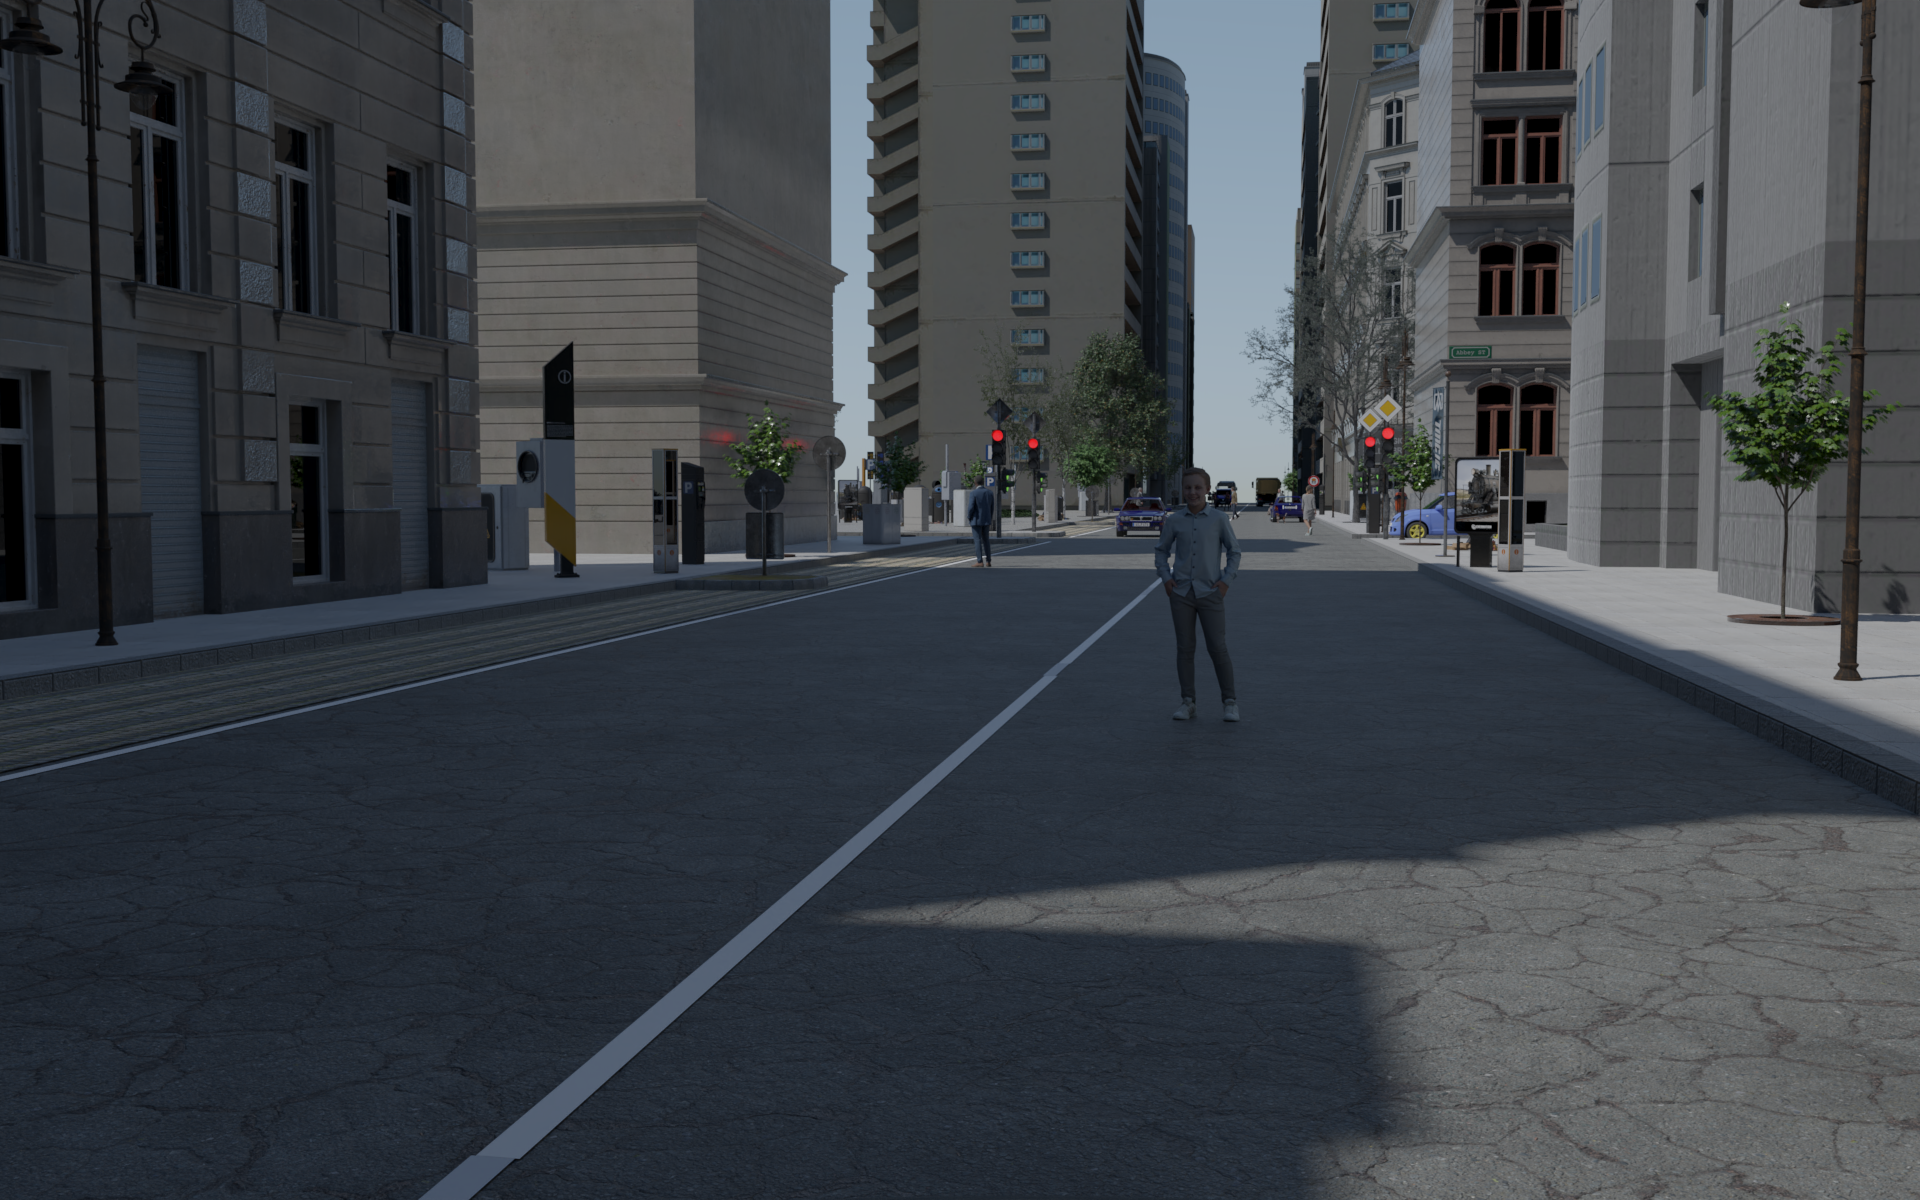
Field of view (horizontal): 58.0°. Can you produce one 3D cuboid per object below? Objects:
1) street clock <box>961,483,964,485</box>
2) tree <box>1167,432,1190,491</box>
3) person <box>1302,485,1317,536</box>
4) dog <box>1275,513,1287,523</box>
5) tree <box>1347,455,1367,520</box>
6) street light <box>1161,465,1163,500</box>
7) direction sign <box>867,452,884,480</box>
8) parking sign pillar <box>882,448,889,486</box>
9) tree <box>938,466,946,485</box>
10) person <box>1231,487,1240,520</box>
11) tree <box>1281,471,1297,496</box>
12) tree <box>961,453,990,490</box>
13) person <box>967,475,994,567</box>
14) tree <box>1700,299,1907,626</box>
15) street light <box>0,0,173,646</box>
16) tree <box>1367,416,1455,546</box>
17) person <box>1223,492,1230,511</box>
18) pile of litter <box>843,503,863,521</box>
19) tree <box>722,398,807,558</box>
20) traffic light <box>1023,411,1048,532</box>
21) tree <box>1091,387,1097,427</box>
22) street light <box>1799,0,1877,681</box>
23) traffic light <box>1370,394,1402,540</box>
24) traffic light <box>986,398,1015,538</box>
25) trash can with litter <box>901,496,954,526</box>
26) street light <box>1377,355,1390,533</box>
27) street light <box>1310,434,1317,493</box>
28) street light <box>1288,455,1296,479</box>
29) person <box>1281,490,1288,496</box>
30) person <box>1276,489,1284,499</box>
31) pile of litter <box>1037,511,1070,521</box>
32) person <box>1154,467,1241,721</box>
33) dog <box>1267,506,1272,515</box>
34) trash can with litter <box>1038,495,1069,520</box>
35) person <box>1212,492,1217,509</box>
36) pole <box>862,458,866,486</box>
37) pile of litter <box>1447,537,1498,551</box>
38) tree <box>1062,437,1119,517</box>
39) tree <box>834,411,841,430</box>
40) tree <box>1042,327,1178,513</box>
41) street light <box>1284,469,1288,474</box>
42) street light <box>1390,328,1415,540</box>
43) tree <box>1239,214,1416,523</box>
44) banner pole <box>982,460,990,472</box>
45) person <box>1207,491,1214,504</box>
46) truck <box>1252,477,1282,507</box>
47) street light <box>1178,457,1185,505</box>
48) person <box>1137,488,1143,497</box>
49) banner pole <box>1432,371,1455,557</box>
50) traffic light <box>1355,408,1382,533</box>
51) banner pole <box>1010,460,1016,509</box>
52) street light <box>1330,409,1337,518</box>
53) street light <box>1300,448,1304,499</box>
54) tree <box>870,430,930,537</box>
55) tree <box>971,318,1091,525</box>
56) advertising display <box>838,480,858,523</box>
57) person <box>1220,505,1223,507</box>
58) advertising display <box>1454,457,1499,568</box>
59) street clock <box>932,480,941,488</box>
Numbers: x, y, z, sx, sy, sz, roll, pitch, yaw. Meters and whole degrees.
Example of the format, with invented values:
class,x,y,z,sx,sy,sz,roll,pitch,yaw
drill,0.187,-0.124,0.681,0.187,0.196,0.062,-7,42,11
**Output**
class,x,y,z,sx,sy,sz,roll,pitch,yaw
street clock,0.118,-7.452,126.413,0.358,2.002,0.471,-2,4,-33
tree,24.892,-15.470,203.293,4.737,8.622,4.395,0,3,0
person,12.032,-3.079,59.584,0.466,1.731,0.760,-1,4,-10
dog,15.700,-3.999,84.679,0.406,0.507,0.540,2,4,31
tree,19.975,-5.577,85.787,1.663,3.219,1.824,0,3,0
street light,19.948,-12.121,170.960,0.468,5.910,1.993,1,4,10
direction sign,-4.506,-6.137,92.339,0.876,3.537,0.379,0,4,-8
parking sign pillar,-4.409,-6.950,102.106,1.447,3.967,1.447,0,4,-3
tree,-1.077,-7.715,120.737,1.663,3.219,1.824,0,3,0
person,15.455,-5.456,97.618,0.836,1.842,0.656,-3,5,-42
tree,42.162,-14.392,219.024,4.285,4.588,4.351,0,3,0
tree,0.756,-5.327,81.699,1.663,3.219,1.824,0,3,0
person,0.426,-1.548,33.991,0.721,1.800,0.419,-3,5,-41
tree,8.197,-1.392,17.354,1.663,3.219,1.824,0,3,0
street light,-7.241,-2.552,14.519,0.468,5.910,1.993,1,4,10
tree,11.427,-2.988,43.460,1.663,3.219,1.824,0,3,0
person,22.497,-8.329,146.153,0.593,1.643,0.415,-1,4,-9
pile of litter,-5.175,-4.251,83.472,1.176,0.858,1.719,2,4,27
tree,-4.008,-2.483,35.204,1.663,3.219,1.824,0,3,0
traffic light,2.526,-4.259,58.562,0.839,4.253,0.868,1,4,10
tree,5.298,-8.576,90.574,4.360,8.622,3.978,0,3,0
street light,6.127,-2.384,11.773,0.468,5.910,1.993,1,4,10
traffic light,12.015,-3.664,48.835,0.839,4.253,0.868,1,4,10
traffic light,1.162,-3.778,50.694,0.839,4.253,0.868,1,4,10
trash can with litter,-1.140,-3.891,74.667,1.678,1.210,2.233,-3,5,-40
street light,14.105,-5.185,57.557,0.468,5.910,1.993,1,4,10
street light,26.994,-9.783,132.740,0.468,5.910,1.993,1,4,10
street light,41.235,-14.774,214.335,0.468,5.910,1.993,1,4,10
person,29.259,-9.015,156.431,0.750,1.759,0.617,-1,4,-12
person,21.072,-6.445,114.270,0.834,1.777,0.661,-3,5,-44
pile of litter,4.862,-4.578,88.811,1.719,0.858,1.176,0,4,6
person,1.510,-0.045,11.044,0.589,1.601,0.330,2,4,25
dog,20.942,-6.156,117.491,0.800,0.831,0.513,0,4,-8
trash can with litter,4.632,-4.619,86.574,2.233,1.210,1.678,-3,5,-44
person,21.232,-8.219,144.344,0.415,1.643,0.593,-1,4,-17
pole,-5.457,-6.389,98.297,0.158,3.312,0.155,0,3,0
pile of litter,11.776,-1.560,39.477,1.176,0.858,1.719,0,4,-5
tree,7.400,-7.044,98.881,4.285,4.588,4.351,0,3,0
tree,-9.129,-9.093,99.028,4.360,8.622,3.978,0,3,0
tree,10.231,-12.331,118.614,9.611,12.733,9.660,0,3,0
street light,47.513,-16.999,250.715,0.468,5.910,1.993,1,4,10
street light,12.368,-4.617,48.269,0.468,5.910,1.993,1,4,10
tree,17.541,-10.188,76.939,12.009,13.543,11.850,0,3,0
banner pole,1.705,-7.673,115.462,0.863,3.779,0.401,0,4,-8
person,29.737,-11.926,203.486,1.348,1.824,0.705,1,4,16
truck,35.446,-12.462,199.674,3.469,3.379,9.791,1,4,8
street light,27.890,-14.906,216.504,0.468,5.910,1.993,1,4,10
person,9.980,-5.287,95.338,0.834,1.777,0.661,1,4,12
banner pole,9.883,-2.787,35.577,0.401,3.779,0.863,-1,4,-12
traffic light,13.379,-4.146,56.703,0.839,4.253,0.868,1,4,10
banner pole,3.846,-8.310,125.885,0.401,3.779,0.863,-2,4,-31
street light,20.276,-7.411,93.956,0.468,5.910,1.993,1,4,10
street light,33.334,-12.007,169.109,0.468,5.910,1.993,1,4,10
tree,-1.973,-3.527,52.261,1.663,3.219,1.824,0,3,0
tree,2.389,-7.443,72.059,4.360,8.622,3.978,0,3,0
advertising display,-5.013,-4.422,77.507,0.974,1.923,0.123,-2,4,-30
person,29.183,-11.278,193.608,0.721,1.735,1.217,3,5,44
advertising display,9.106,-1.529,30.216,0.974,1.923,0.123,3,5,40
street clock,-1.252,-5.348,92.003,0.358,2.002,0.471,3,5,43
